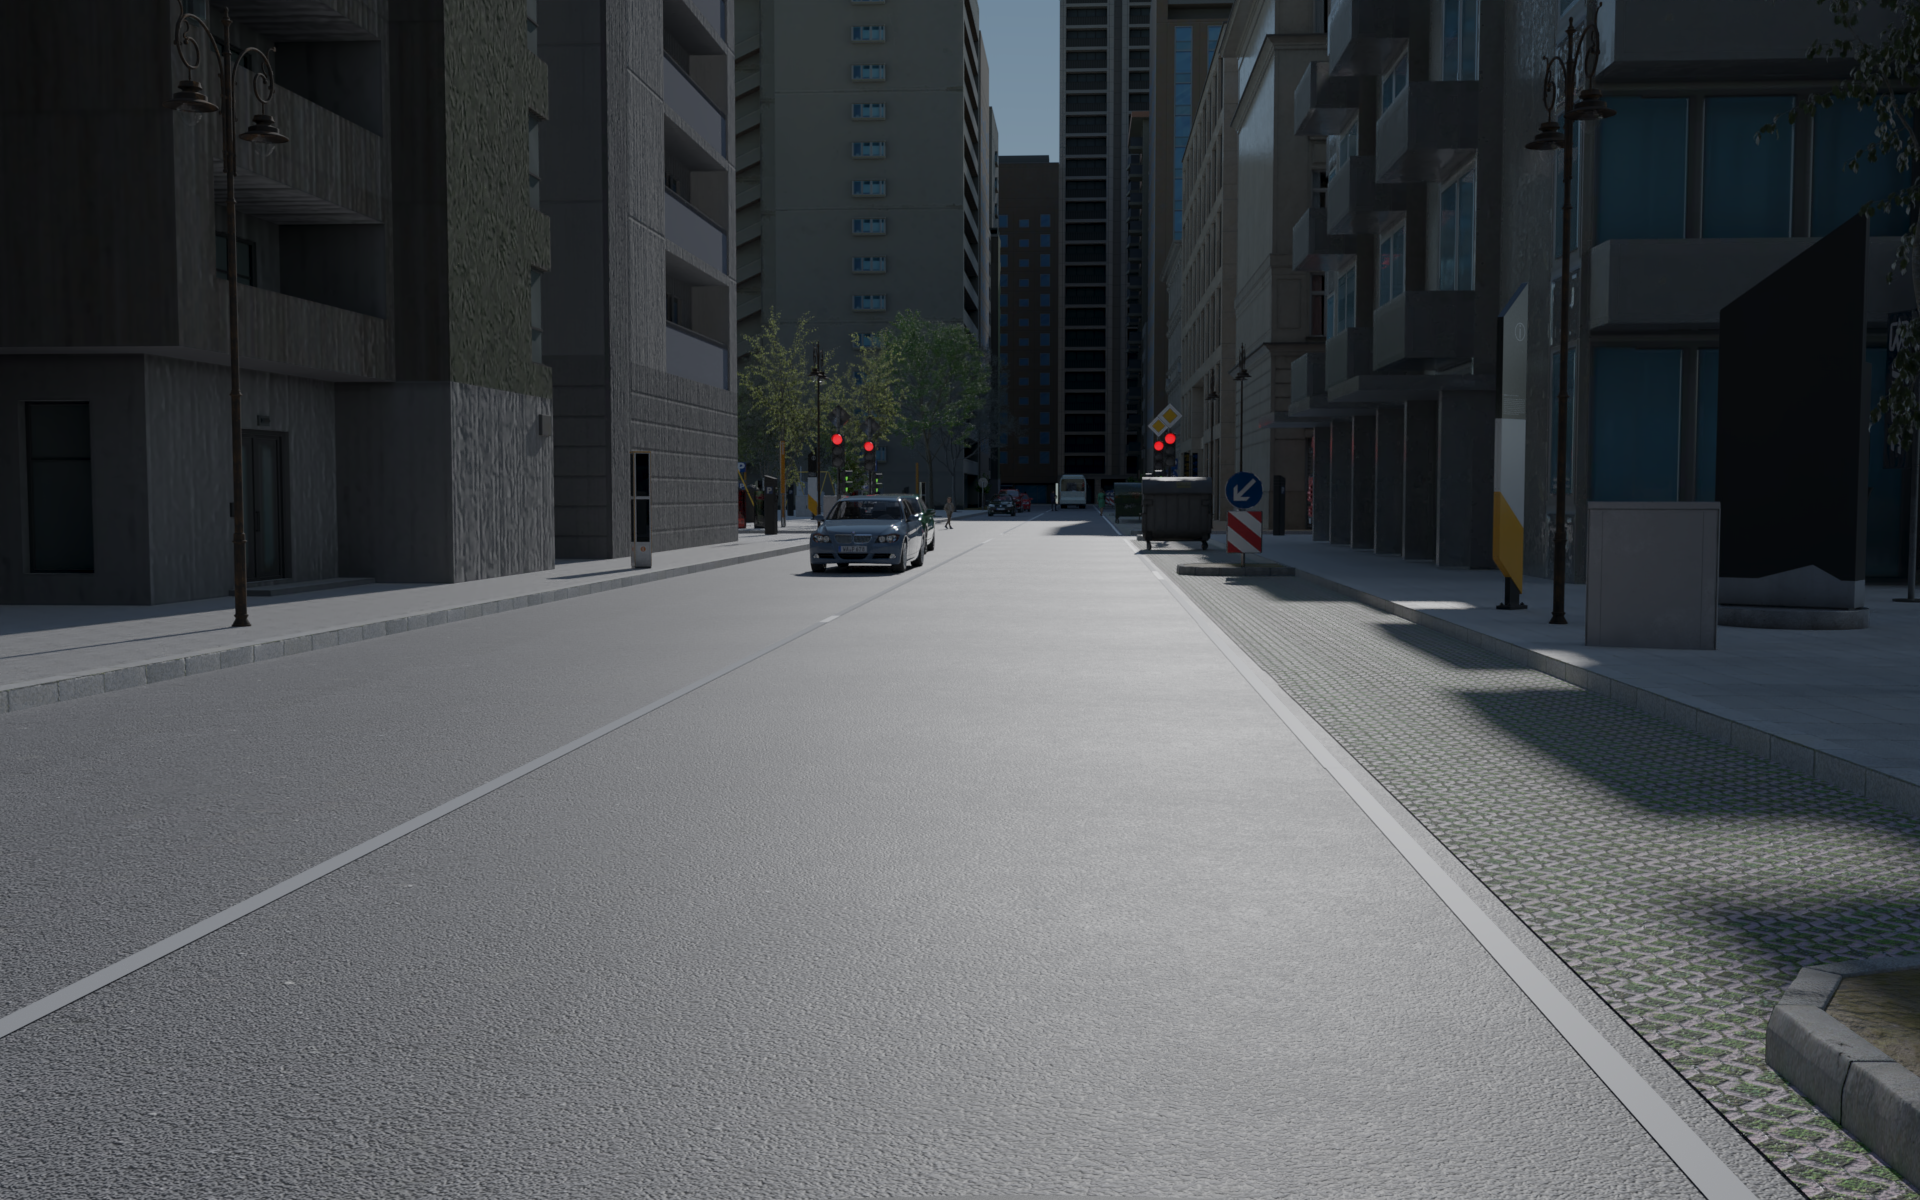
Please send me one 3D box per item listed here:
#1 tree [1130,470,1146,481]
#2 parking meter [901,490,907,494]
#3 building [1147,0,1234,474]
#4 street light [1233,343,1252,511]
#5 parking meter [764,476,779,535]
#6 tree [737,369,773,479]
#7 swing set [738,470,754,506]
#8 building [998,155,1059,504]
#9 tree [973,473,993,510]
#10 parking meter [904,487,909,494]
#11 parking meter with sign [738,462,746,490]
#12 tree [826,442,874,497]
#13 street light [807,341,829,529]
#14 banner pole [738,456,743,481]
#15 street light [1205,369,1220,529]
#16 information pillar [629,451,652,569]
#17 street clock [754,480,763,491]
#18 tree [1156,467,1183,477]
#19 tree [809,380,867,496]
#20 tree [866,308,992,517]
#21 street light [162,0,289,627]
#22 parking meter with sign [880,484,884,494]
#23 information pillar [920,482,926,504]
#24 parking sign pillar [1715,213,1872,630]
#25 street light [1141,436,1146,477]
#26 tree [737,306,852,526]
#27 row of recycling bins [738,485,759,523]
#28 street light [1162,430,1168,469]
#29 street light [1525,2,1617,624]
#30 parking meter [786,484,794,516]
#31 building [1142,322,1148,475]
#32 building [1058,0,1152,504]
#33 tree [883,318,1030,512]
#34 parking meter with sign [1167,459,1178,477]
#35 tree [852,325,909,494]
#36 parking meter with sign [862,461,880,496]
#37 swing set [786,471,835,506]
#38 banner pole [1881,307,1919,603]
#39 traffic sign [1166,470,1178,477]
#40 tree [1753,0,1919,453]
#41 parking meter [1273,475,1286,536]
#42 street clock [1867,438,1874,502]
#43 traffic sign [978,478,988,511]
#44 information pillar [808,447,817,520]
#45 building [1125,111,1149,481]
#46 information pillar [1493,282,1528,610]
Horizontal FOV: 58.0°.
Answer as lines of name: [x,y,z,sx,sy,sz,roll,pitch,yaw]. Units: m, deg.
tree: [14.637,-8.796,138.421,1.663,3.219,1.824,0,3,0]
parking meter: [-3.547,-6.216,110.048,0.372,1.533,0.369,0,3,0]
building: [23.027,-30.302,145.545,14.600,45.320,14.200,0,4,4]
street light: [8.611,-4.906,53.002,0.468,5.910,1.993,0,4,4]
parking meter: [-5.942,-2.989,54.585,0.399,1.863,0.255,1,4,18]
tree: [-12.665,-9.041,98.181,4.737,8.622,4.395,0,3,0]
swing set: [-10.457,-4.768,75.577,2.862,2.851,3.119,1,4,11]
building: [5.955,-35.360,228.251,14.200,45.320,14.600,0,4,4]
tree: [2.092,-9.108,143.518,1.663,3.219,1.824,0,3,0]
parking meter: [-4.161,-7.849,134.036,0.399,1.863,0.255,1,4,15]
parking meter with sign: [-11.832,-5.964,93.765,0.543,3.016,1.738,-1,4,-9]
tree: [-4.012,-4.253,64.131,1.663,3.219,1.824,0,3,0]
street light: [-4.282,-4.875,52.499,0.468,5.910,1.993,0,4,4]
banner pole: [-14.556,-7.640,114.923,0.401,3.779,0.863,1,4,22]
street light: [9.328,-5.589,64.160,0.468,5.910,1.993,0,4,4]
information pillar: [-5.502,-1.551,29.848,0.304,2.012,0.304,-2,4,-24]
street clock: [-10.442,-5.229,90.063,0.471,2.002,0.358,2,4,35]
tree: [11.813,-6.290,97.435,1.663,3.219,1.824,0,3,0]
tree: [-7.715,-9.782,110.290,4.737,8.622,4.395,0,3,0]
tree: [-1.768,-10.514,97.652,9.928,11.665,9.643,0,3,0]
street light: [-6.968,-2.681,16.617,0.468,5.910,1.993,0,4,4]
parking meter with sign: [-6.161,-8.316,132.219,1.738,3.016,0.543,-1,4,-20]
information pillar: [-2.314,-6.316,107.758,0.304,2.012,0.304,-1,4,-21]
parking sign pillar: [8.129,-1.740,16.917,1.447,3.967,1.447,3,5,39]
street light: [14.360,-9.979,135.948,0.468,5.910,1.993,0,4,4]
tree: [-6.763,-7.238,68.706,4.360,8.622,3.978,0,3,0]
row of recycling bins: [-10.571,-4.378,78.696,3.534,1.692,1.069,2,4,31]
street light: [11.802,-7.784,100.057,0.468,5.910,1.993,0,4,4]
street light: [5.917,-2.701,16.950,0.468,5.910,1.993,0,4,4]
parking meter: [-9.914,-5.832,101.061,0.399,1.863,0.255,-1,4,-19]
building: [31.968,-19.704,167.203,27.650,21.520,28.899,0,4,4]
building: [23.503,-48.355,228.862,20.611,71.187,20.563,0,4,4]
tree: [-0.519,-12.947,122.059,12.009,13.543,11.850,0,3,0]
parking meter with sign: [10.331,-5.373,84.110,0.543,3.016,1.738,0,4,5]
tree: [-4.024,-7.683,75.974,4.360,8.622,3.978,0,3,0]
parking meter with sign: [-4.813,-5.716,89.716,0.543,3.016,1.738,1,4,17]
swing set: [-10.399,-7.521,120.582,3.119,2.851,2.862,2,4,34]
banner pole: [11.314,-1.880,20.756,0.401,3.779,0.863,0,4,-5]
traffic sign: [10.555,-5.312,86.959,0.768,2.556,0.104,1,4,10]
tree: [6.621,-3.706,10.950,4.360,8.622,3.978,0,3,0]
parking meter: [9.870,-2.926,53.550,0.255,1.863,0.399,3,4,37]
street clock: [9.832,-0.885,19.034,0.358,2.002,0.471,2,4,23]
traffic sign: [1.781,-8.226,134.597,0.768,2.556,0.104,1,4,14]
information pillar: [-7.302,-5.783,85.899,0.504,3.616,0.183,1,4,22]
building: [29.936,-33.083,195.538,22.147,44.769,28.867,0,4,4]
information pillar: [6.087,-1.699,19.138,0.504,3.616,0.183,-3,5,-40]
